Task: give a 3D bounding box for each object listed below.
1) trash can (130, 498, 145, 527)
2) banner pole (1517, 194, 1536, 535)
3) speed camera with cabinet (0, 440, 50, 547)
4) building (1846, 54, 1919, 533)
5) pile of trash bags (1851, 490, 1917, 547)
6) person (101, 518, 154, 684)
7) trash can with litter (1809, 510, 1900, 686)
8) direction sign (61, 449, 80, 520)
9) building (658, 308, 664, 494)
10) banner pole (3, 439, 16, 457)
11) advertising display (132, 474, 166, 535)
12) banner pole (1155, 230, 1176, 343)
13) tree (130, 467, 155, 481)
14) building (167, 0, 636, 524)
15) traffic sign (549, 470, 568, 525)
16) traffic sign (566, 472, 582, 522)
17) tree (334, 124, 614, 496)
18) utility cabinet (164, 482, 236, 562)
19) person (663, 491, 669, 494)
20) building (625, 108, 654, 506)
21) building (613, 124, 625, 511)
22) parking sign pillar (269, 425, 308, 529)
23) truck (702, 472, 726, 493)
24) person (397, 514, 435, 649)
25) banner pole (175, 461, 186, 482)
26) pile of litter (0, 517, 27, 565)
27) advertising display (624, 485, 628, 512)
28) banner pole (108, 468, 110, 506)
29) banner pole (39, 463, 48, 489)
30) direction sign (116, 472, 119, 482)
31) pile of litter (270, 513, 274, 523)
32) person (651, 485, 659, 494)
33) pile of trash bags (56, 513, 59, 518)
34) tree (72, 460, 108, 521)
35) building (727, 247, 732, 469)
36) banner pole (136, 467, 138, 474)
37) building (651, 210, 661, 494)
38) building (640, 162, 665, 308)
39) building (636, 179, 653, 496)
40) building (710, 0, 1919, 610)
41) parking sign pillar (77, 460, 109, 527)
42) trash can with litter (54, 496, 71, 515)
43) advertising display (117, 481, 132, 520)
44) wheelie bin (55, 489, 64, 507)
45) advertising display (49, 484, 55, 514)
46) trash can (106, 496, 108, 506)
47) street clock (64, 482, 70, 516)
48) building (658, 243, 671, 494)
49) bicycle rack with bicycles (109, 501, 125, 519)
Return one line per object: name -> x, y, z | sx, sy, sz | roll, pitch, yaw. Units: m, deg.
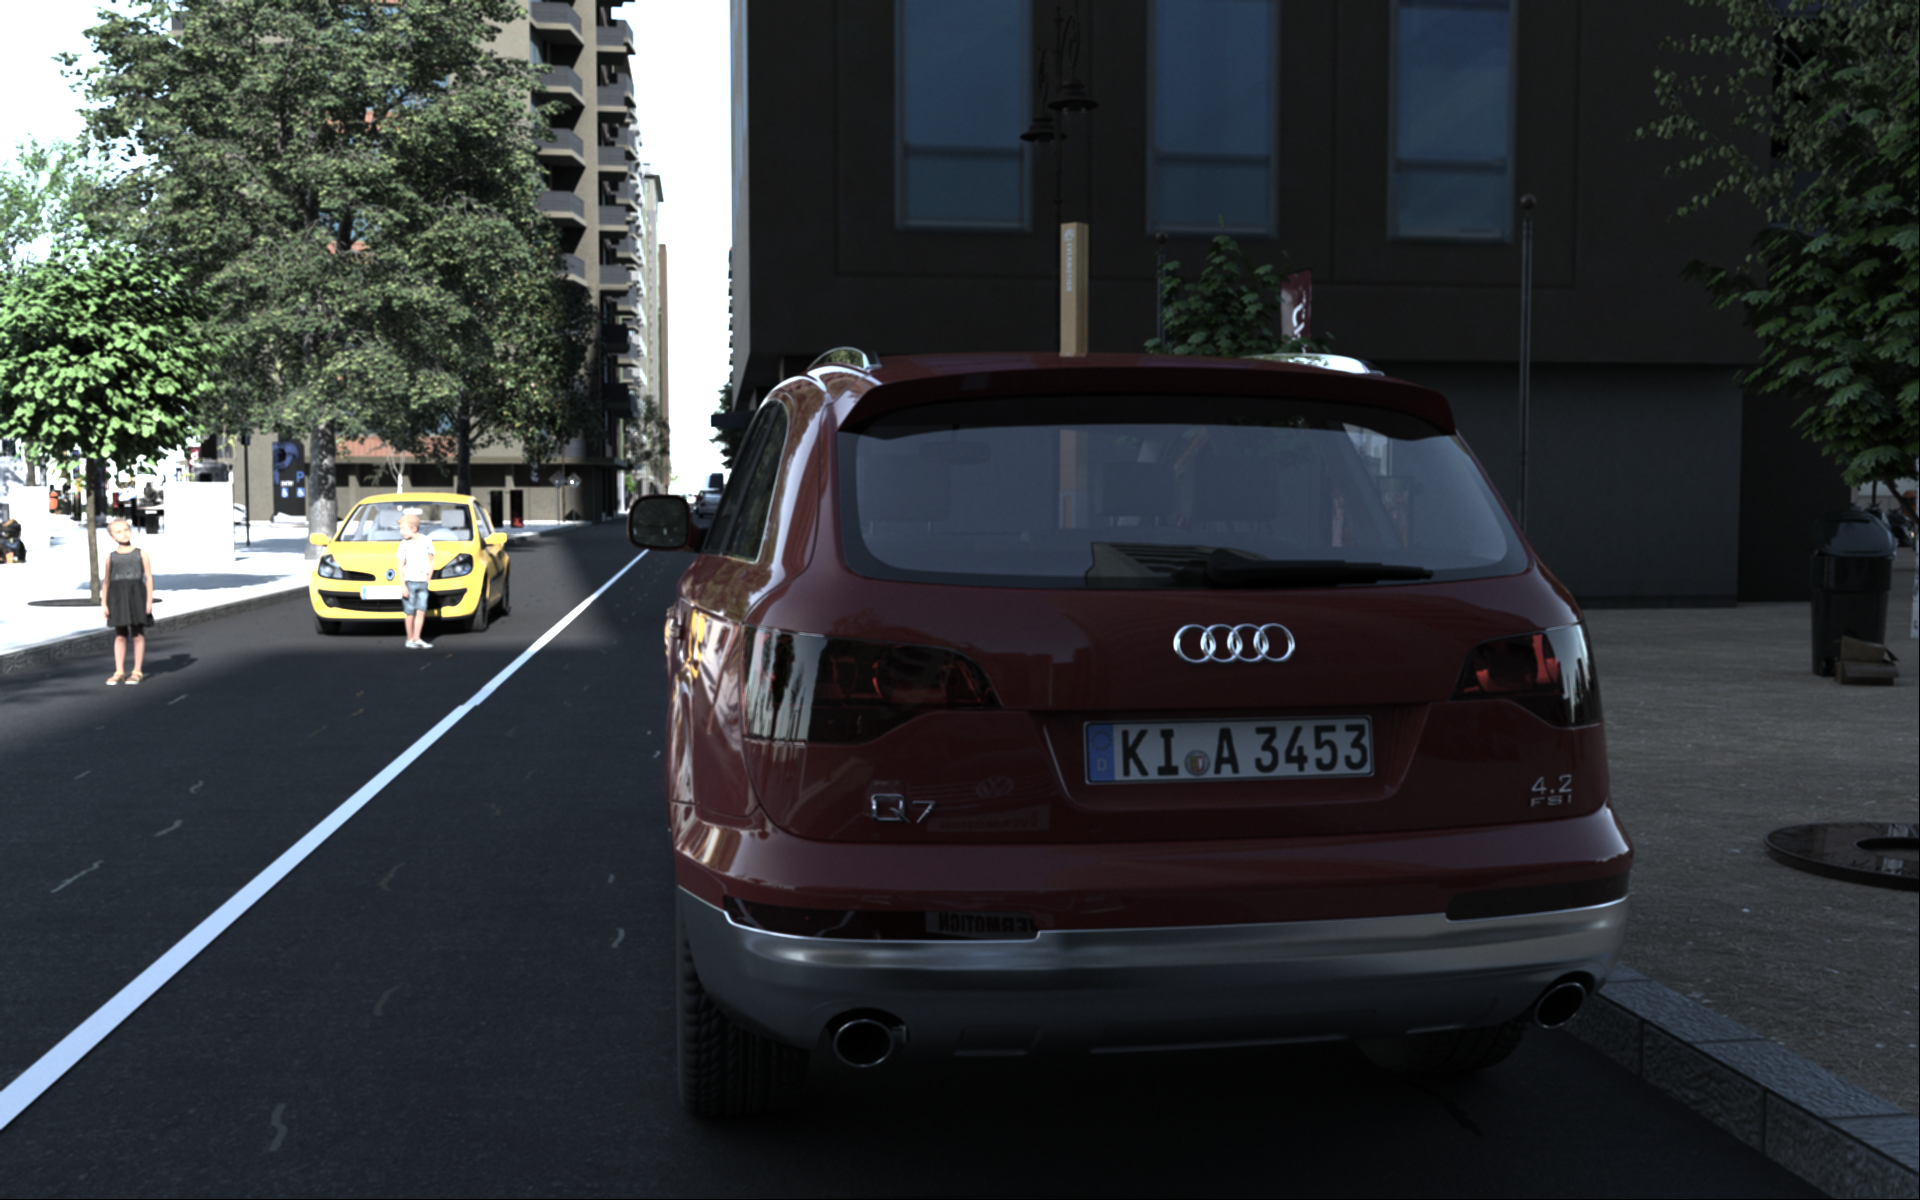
trash can -> -32.153, -3.440, 67.899 | 0.748, 1.137, 0.748 | 0, 3, 0
banner pole -> 4.803, -1.514, 14.766 | 0.401, 3.779, 0.863 | 1, 4, 18
speed camera with cabinet -> -23.115, -2.952, 42.601 | 2.038, 3.252, 0.660 | 3, 5, 41
building -> 28.390, -38.295, 64.373 | 20.611, 71.187, 20.563 | -1, 4, -8
pile of trash bags -> 22.396, -1.987, 42.234 | 3.447, 1.369, 1.912 | -2, 4, -31
person -> -6.316, 0.002, 13.145 | 0.362, 1.253, 0.373 | 0, 4, -7
trash can with litter -> 6.261, -0.035, 11.968 | 0.624, 1.170, 1.055 | 1, 4, 13
direction sign -> -44.740, -5.819, 87.133 | 0.876, 3.537, 0.379 | -1, 4, -14
building -> -51.416, -29.701, 257.311 | 14.160, 30.474, 14.107 | -1, 4, -8
banner pole -> -30.170, -3.957, 54.707 | 0.401, 3.779, 0.863 | 2, 4, 32
advertising display -> -25.564, -3.029, 54.741 | 0.974, 1.923, 0.123 | 0, 4, 4
banner pole -> 1.985, -1.634, 16.739 | 0.401, 3.779, 0.863 | 1, 4, 19
tree -> -48.201, -6.614, 102.743 | 1.663, 3.219, 1.824 | 0, 3, 0
building -> -28.707, -26.758, 92.111 | 22.147, 44.769, 28.867 | -1, 4, -8
traffic sign -> -16.489, -4.129, 71.158 | 0.795, 2.450, 0.064 | -1, 4, -8
traffic sign -> -17.626, -4.613, 79.062 | 0.795, 2.450, 0.064 | -1, 4, -8
tree -> -15.035, -8.289, 52.533 | 9.611, 12.733, 9.660 | 0, 3, 0
utility cabinet -> -14.267, -1.457, 32.509 | 1.173, 1.500, 0.318 | -1, 4, -16
person -> -31.659, -10.830, 186.367 | 0.742, 1.727, 0.445 | -1, 4, -9
building -> -46.941, -35.163, 194.521 | 23.786, 49.044, 30.456 | -1, 4, -8
building -> -31.682, -21.552, 124.075 | 14.160, 30.474, 14.107 | -1, 4, -8
parking sign pillar -> -25.018, -4.654, 64.559 | 1.447, 3.967, 1.447 | 2, 4, 31
truck -> -29.464, -13.386, 208.614 | 2.967, 4.110, 18.799 | -1, 4, -9
person -> -5.053, -0.179, 16.113 | 0.332, 1.250, 0.352 | 0, 4, 7
banner pole -> -51.284, -7.592, 114.151 | 0.863, 3.779, 0.401 | -3, 5, -44
pile of litter -> -17.831, -1.102, 31.980 | 1.176, 0.858, 1.719 | -1, 4, -11
advertising display -> -24.042, -7.307, 124.687 | 0.123, 1.923, 0.974 | 0, 4, -4
banner pole -> -65.317, -8.725, 132.672 | 0.863, 3.779, 0.401 | 2, 4, 29
banner pole -> -53.226, -6.757, 100.490 | 0.401, 3.779, 0.863 | 1, 4, 11
direction sign -> -68.570, -9.118, 141.077 | 0.379, 3.537, 0.876 | -1, 4, -15
pile of litter -> -30.009, -3.870, 77.244 | 1.176, 0.858, 1.719 | 3, 5, 44
person -> -11.868, -3.705, 69.298 | 1.509, 1.804, 0.699 | -3, 5, -43
pile of trash bags -> -50.543, -5.188, 94.582 | 3.447, 1.369, 1.912 | 1, 4, 23
tree -> -41.252, -5.358, 82.198 | 1.663, 3.219, 1.824 | 0, 3, 0
building -> -28.956, -39.445, 299.547 | 22.147, 44.769, 28.867 | -1, 4, -8
banner pole -> -64.747, -8.959, 136.495 | 0.401, 3.779, 0.863 | 0, 4, -7
building -> -49.373, -34.145, 241.864 | 14.154, 41.232, 14.086 | -1, 4, -8
building -> -61.717, -42.012, 276.130 | 28.713, 52.752, 27.495 | -1, 4, -8
building -> -46.504, -32.641, 217.279 | 14.154, 41.232, 14.086 | -1, 4, -8
building -> 3.718, -22.875, 24.119 | 14.600, 45.320, 14.200 | -1, 4, -8
parking sign pillar -> -33.502, -4.815, 67.197 | 1.447, 3.967, 1.447 | -1, 4, -15
trash can with litter -> -55.056, -5.800, 106.216 | 1.055, 1.170, 0.624 | 0, 4, 5
advertising display -> -41.575, -4.977, 86.581 | 0.974, 1.923, 0.123 | -2, 4, -27
wheelie bin -> -60.436, -6.596, 115.760 | 0.980, 1.594, 0.693 | -2, 4, -31
advertising display -> -57.950, -6.444, 110.574 | 0.123, 1.923, 0.974 | -1, 4, -16
trash can -> -62.417, -7.006, 126.205 | 0.748, 1.137, 0.748 | 0, 3, 0
street clock -> -52.670, -5.971, 102.203 | 0.358, 2.002, 0.471 | 0, 4, -7
building -> -57.161, -39.628, 298.031 | 14.600, 45.320, 14.200 | -1, 4, -8
bicycle rack with bicycles -> -43.839, -4.784, 91.597 | 2.852, 0.926, 2.925 | -1, 4, -10
